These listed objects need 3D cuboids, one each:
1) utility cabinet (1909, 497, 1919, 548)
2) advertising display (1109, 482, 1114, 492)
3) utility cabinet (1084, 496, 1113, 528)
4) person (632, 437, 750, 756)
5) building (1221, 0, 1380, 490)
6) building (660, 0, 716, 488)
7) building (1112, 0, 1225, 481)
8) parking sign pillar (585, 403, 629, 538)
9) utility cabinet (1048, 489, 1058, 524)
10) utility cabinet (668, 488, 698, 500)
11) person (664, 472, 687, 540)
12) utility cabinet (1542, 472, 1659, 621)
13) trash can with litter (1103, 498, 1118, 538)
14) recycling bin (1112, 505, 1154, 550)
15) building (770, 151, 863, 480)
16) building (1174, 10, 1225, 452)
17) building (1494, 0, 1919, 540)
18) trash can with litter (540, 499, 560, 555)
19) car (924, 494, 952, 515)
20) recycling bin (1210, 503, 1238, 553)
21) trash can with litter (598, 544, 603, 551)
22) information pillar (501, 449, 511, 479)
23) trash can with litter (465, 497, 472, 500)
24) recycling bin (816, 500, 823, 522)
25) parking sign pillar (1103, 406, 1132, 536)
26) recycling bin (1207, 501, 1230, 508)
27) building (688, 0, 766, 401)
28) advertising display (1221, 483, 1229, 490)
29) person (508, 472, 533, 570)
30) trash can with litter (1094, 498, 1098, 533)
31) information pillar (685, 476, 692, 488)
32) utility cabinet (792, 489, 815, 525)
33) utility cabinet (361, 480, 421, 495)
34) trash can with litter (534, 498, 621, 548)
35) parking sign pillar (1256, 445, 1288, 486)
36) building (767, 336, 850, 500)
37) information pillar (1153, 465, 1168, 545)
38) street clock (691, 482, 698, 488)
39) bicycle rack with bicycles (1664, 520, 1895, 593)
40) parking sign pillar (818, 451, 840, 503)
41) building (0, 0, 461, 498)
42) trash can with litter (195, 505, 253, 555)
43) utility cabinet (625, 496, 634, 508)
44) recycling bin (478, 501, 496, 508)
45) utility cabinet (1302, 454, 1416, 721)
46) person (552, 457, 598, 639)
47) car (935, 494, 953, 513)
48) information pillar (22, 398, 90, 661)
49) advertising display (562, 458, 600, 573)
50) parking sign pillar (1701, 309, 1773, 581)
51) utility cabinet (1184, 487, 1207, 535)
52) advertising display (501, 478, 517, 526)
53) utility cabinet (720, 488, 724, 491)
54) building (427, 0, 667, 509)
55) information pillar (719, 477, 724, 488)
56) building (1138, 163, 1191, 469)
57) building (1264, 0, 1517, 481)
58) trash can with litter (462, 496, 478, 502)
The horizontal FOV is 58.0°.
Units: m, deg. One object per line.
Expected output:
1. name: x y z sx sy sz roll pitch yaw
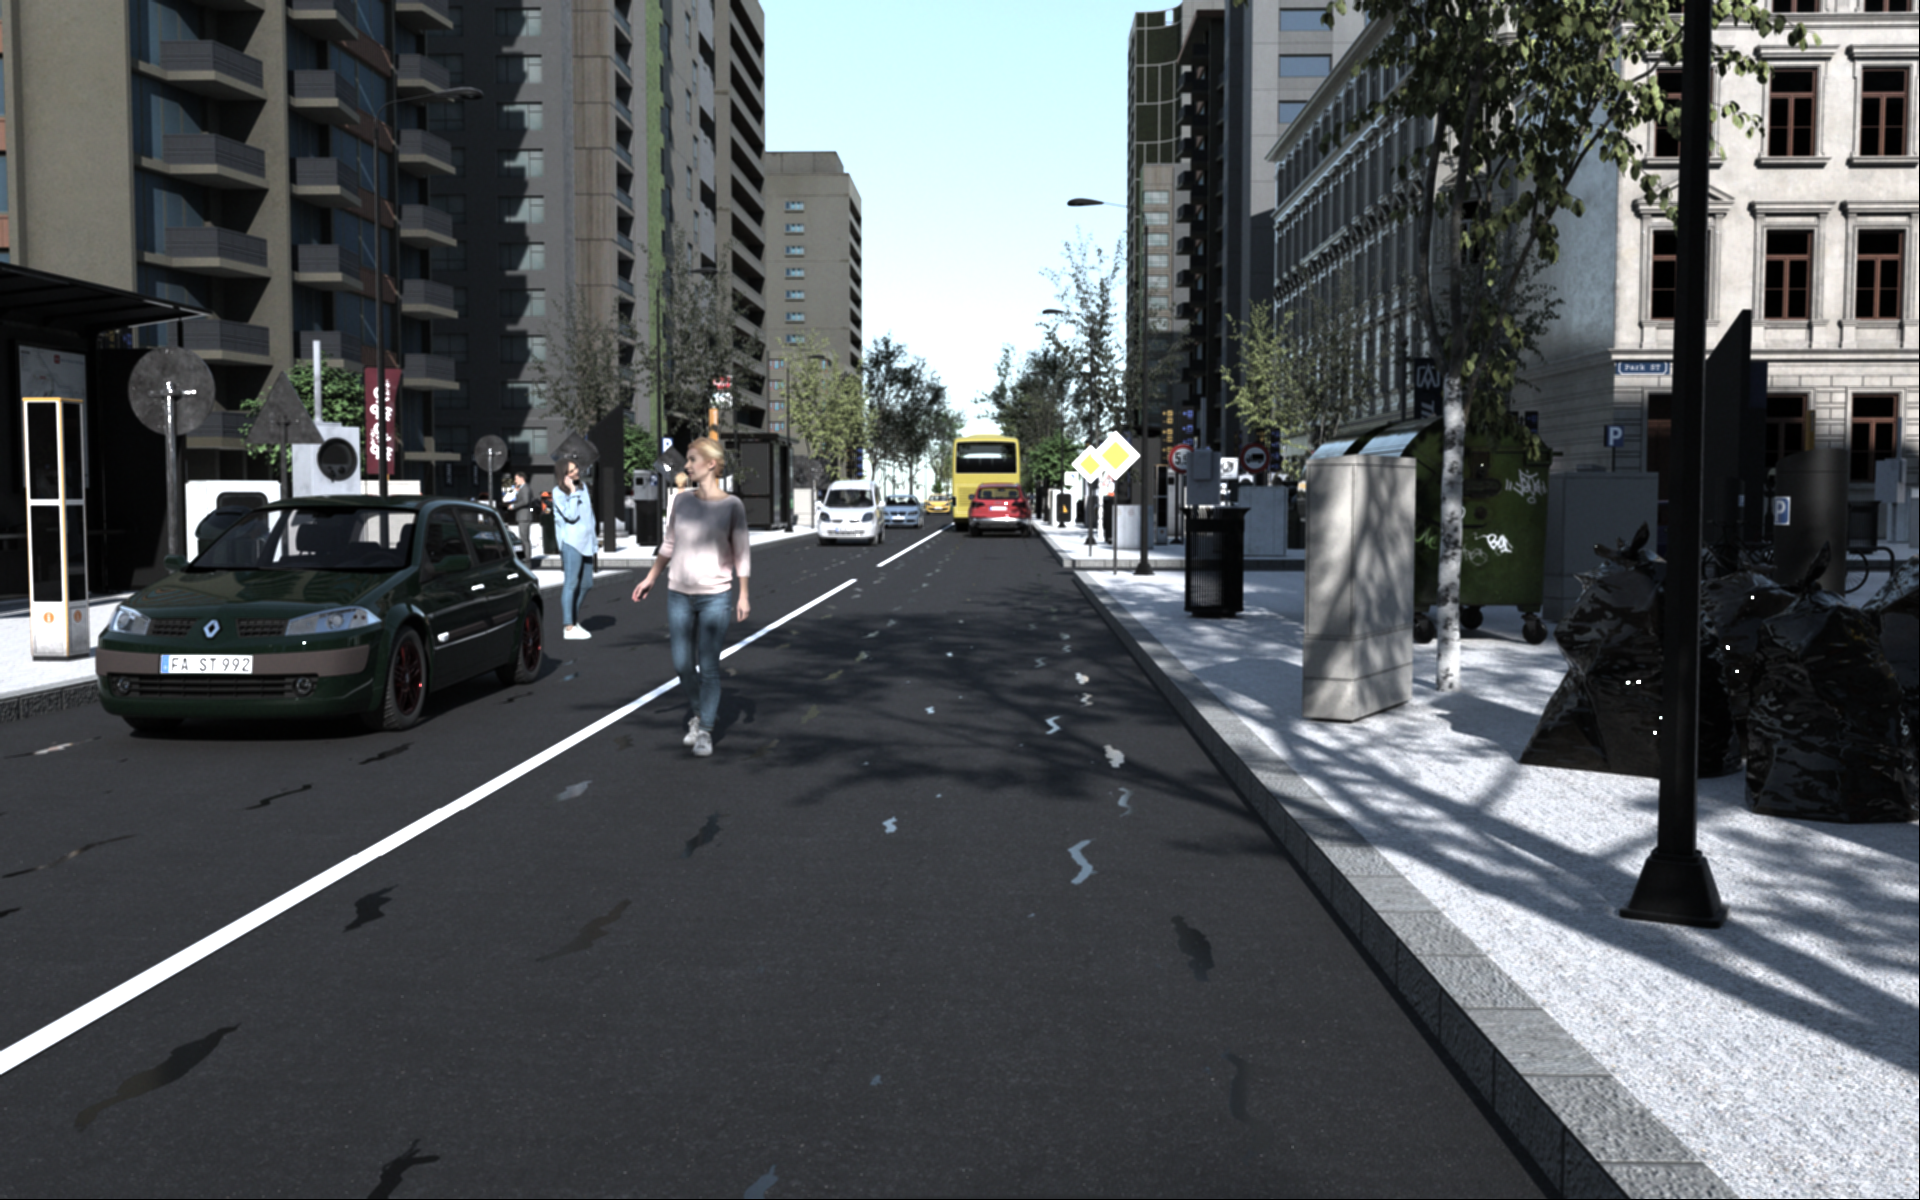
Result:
1. utility cabinet: 22.761 -1.814 40.818 0.306 1.237 1.020 0 4 4
2. advertising display: 8.256 -5.227 90.677 0.974 1.923 0.123 1 4 22
3. utility cabinet: 5.231 -3.318 65.410 1.020 1.237 0.306 1 4 17
4. person: -1.477 -0.030 9.664 0.731 1.740 0.598 0 4 7
5. building: 30.145 -35.848 128.113 21.231 58.520 28.212 0 4 1
6. building: -32.771 -32.729 124.358 28.713 52.752 27.495 0 4 1
7. building: 33.432 -50.067 256.853 20.563 71.187 20.611 0 4 1
8. parking sign pillar: -10.499 -3.821 50.942 1.447 3.967 1.447 3 4 36
9. utility cabinet: 3.947 -3.921 72.788 0.318 1.500 1.173 1 4 11
10. utility cabinet: -9.634 -3.177 60.624 1.173 1.500 0.318 0 4 0
11. person: -3.735 -0.931 24.395 0.598 1.740 0.731 3 5 42
12. utility cabinet: 6.448 -0.537 17.458 1.173 1.500 0.318 -1 4 -21
13. trash can with litter: 4.742 -2.403 50.671 1.055 1.170 0.624 2 4 24
14. recycling bin: 4.006 -1.685 40.098 0.722 1.027 0.722 3 5 39
15. building: -25.475 -38.182 247.972 21.300 48.544 21.600 0 4 1
16. building: 31.182 -30.726 157.001 22.147 44.769 28.867 0 4 1
17. building: 28.329 -13.265 53.033 21.152 22.565 11.583 0 4 1
18. trash can with litter: -8.380 -1.554 36.790 1.055 1.170 0.624 0 4 -1
19. car: -1.520 -6.835 121.975 2.015 1.641 3.980 0 4 0
20. recycling bin: 6.012 -1.542 37.764 0.722 1.027 0.722 -2 4 -24
21. trash can with litter: -8.624 -1.688 38.989 0.624 1.170 1.055 3 5 41
22. information pillar: -23.373 -5.988 89.263 0.504 3.616 0.183 -1 4 -21
23. trash can with litter: -20.053 -3.687 71.663 0.624 1.170 1.055 3 4 37
24. recycling bin: -6.807 -4.140 80.241 0.722 1.027 0.722 -1 4 -22
25. parking sign pillar: 5.044 -3.994 53.767 1.447 3.967 1.447 1 4 9
26. recycling bin: 9.031 -2.934 60.522 0.722 1.027 0.722 2 4 33
27. building: -28.714 -32.122 148.890 21.300 48.544 21.600 0 4 1
28. advertising display: 14.767 -5.698 98.375 0.974 1.923 0.123 1 4 11
29. person: -8.311 -1.497 32.778 0.447 1.846 0.655 -1 4 -12
30. trash can with litter: 4.883 -2.725 55.933 1.055 1.170 0.624 -1 4 -9
31. information pillar: -11.303 -4.063 70.929 0.304 2.012 0.304 -2 4 -28
32. utility cabinet: -6.495 -3.805 70.887 1.173 1.500 0.318 2 4 34
33. utility cabinet: -9.366 -1.185 28.060 1.173 1.500 0.318 -2 4 -31
34. trash can with litter: -9.457 -1.916 42.391 2.233 1.210 1.678 0 4 -7
35. parking sign pillar: 17.625 -6.787 99.437 1.447 3.967 1.447 -2 4 -30
36. building: -29.247 -23.159 223.685 27.650 21.520 28.899 0 4 1
37. information pillar: 5.044 -2.388 43.531 0.304 2.012 0.304 -1 4 -9
38. street clock: -12.778 -4.860 84.027 0.471 2.002 0.358 -1 4 -17
39. bicycle rack with bicycles: 10.771 -0.588 23.002 2.925 0.926 2.852 0 4 -4
40. parking sign pillar: -8.241 -7.375 109.055 1.447 3.967 1.447 -2 4 -34
41. building: -32.498 -25.131 65.523 22.147 44.769 28.867 0 4 1
42. trash can with litter: -7.053 -0.318 16.579 0.624 1.170 1.055 0 4 0
43. utility cabinet: -12.612 -3.433 67.298 1.020 1.237 0.306 -3 5 -40
44. recycling bin: -18.077 -3.244 65.586 0.722 1.027 0.722 2 4 31
45. utility cabinet: 2.347 -0.092 10.177 0.318 1.500 1.173 2 4 30
46. person: -3.835 -0.515 17.179 0.793 1.790 0.793 -1 4 -15
47. car: -0.962 -7.540 135.079 2.131 1.459 4.920 0 4 2
48. information pillar: -6.968 -0.543 13.368 0.304 2.012 0.304 0 4 4
49. advertising display: -6.256 -1.418 28.406 0.974 1.923 0.123 3 5 41
50. parking sign pillar: 11.553 -2.297 26.032 1.447 3.967 1.447 0 4 -5
51. utility cabinet: 7.035 -2.742 53.509 1.173 1.500 0.318 1 4 13
52. advertising display: -18.107 -3.964 70.019 0.974 1.923 0.123 1 4 22
53. utility cabinet: -9.478 -3.578 67.184 1.173 1.500 0.318 1 4 13
54. building: -25.606 -25.547 101.296 14.154 41.232 14.086 0 4 1
55. information pillar: -12.683 -6.161 92.079 0.183 3.616 0.504 -3 4 -36
56. building: 29.275 -32.589 216.432 14.154 41.232 14.086 0 4 1
57. building: 27.157 -19.041 87.735 17.030 29.872 44.131 0 4 1
58. trash can with litter: -13.907 -2.415 50.536 2.233 1.210 1.678 -1 4 -21
